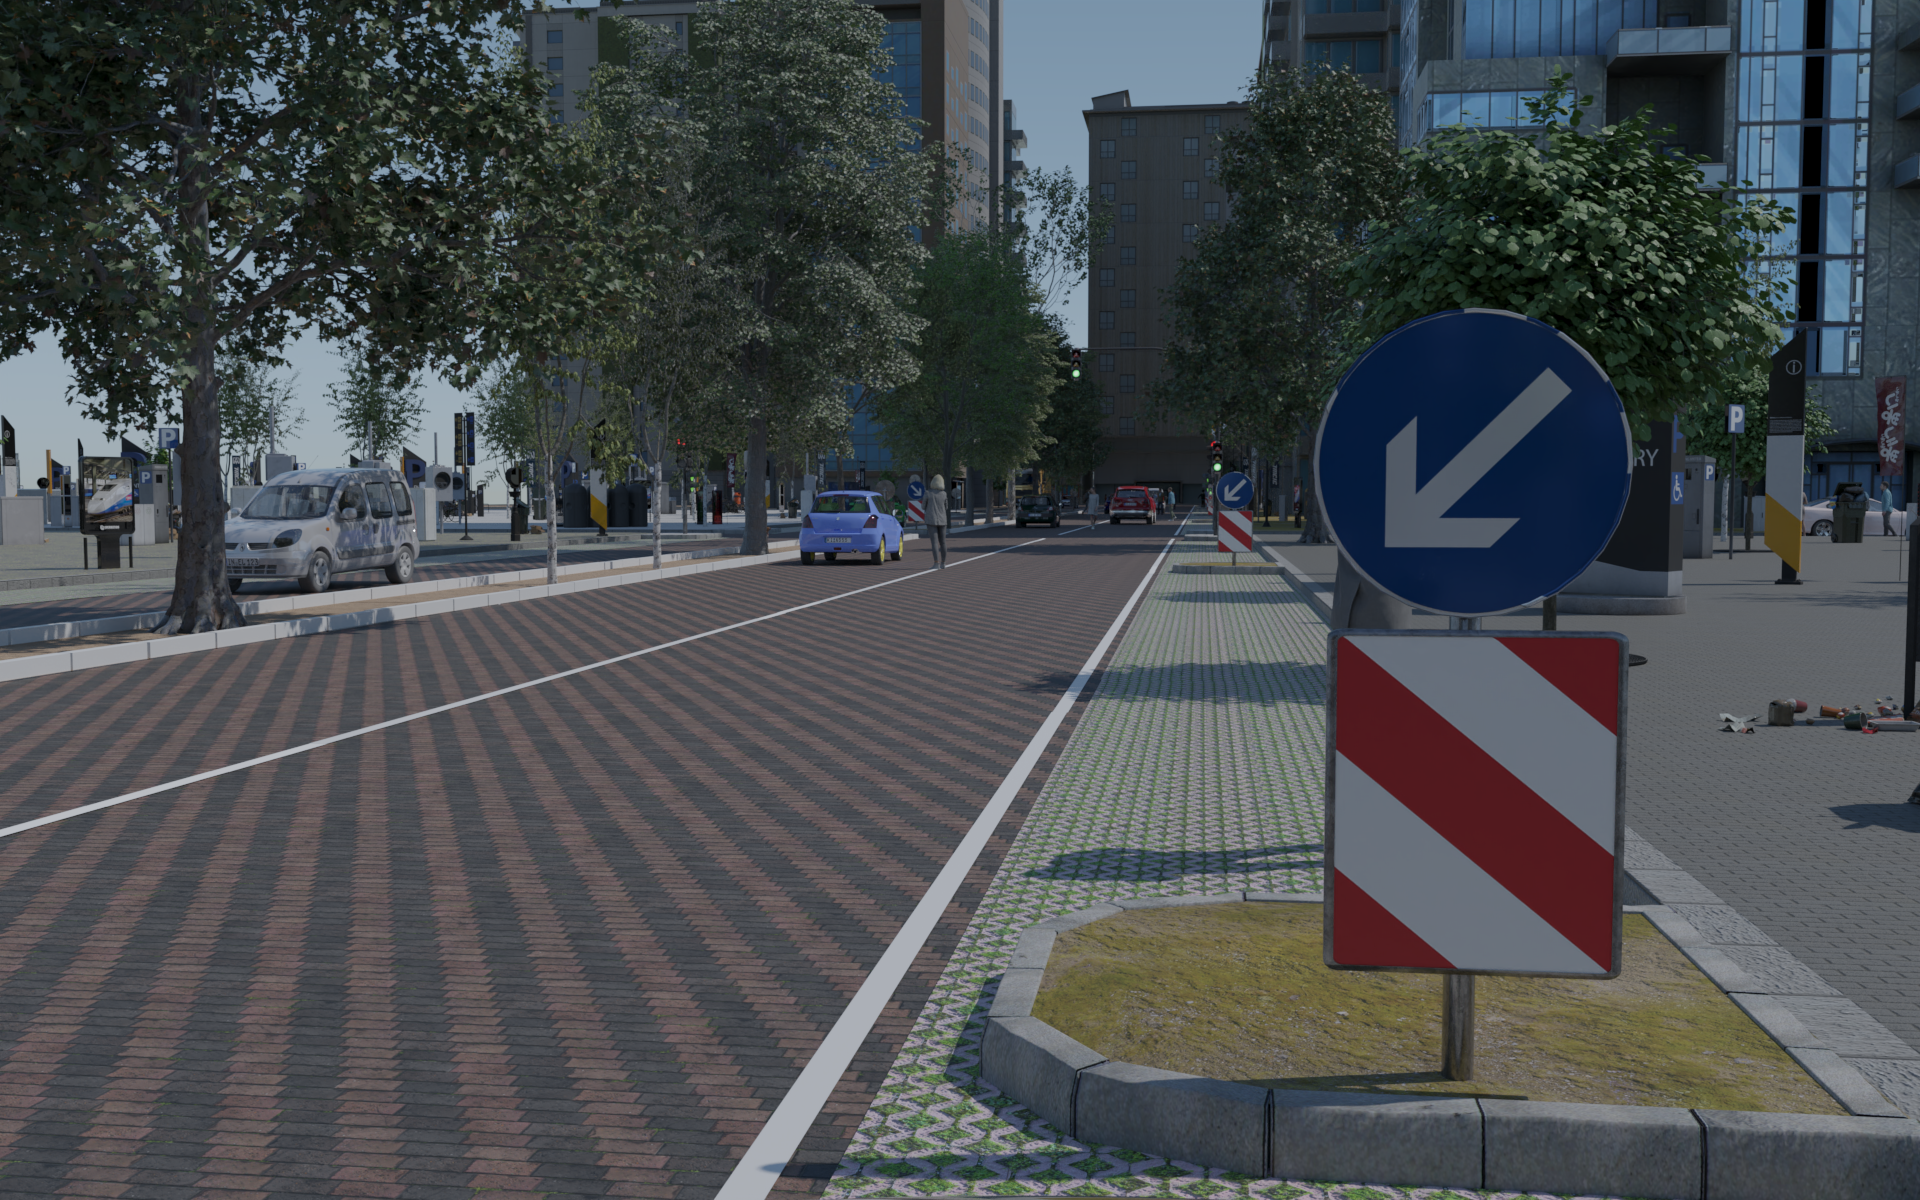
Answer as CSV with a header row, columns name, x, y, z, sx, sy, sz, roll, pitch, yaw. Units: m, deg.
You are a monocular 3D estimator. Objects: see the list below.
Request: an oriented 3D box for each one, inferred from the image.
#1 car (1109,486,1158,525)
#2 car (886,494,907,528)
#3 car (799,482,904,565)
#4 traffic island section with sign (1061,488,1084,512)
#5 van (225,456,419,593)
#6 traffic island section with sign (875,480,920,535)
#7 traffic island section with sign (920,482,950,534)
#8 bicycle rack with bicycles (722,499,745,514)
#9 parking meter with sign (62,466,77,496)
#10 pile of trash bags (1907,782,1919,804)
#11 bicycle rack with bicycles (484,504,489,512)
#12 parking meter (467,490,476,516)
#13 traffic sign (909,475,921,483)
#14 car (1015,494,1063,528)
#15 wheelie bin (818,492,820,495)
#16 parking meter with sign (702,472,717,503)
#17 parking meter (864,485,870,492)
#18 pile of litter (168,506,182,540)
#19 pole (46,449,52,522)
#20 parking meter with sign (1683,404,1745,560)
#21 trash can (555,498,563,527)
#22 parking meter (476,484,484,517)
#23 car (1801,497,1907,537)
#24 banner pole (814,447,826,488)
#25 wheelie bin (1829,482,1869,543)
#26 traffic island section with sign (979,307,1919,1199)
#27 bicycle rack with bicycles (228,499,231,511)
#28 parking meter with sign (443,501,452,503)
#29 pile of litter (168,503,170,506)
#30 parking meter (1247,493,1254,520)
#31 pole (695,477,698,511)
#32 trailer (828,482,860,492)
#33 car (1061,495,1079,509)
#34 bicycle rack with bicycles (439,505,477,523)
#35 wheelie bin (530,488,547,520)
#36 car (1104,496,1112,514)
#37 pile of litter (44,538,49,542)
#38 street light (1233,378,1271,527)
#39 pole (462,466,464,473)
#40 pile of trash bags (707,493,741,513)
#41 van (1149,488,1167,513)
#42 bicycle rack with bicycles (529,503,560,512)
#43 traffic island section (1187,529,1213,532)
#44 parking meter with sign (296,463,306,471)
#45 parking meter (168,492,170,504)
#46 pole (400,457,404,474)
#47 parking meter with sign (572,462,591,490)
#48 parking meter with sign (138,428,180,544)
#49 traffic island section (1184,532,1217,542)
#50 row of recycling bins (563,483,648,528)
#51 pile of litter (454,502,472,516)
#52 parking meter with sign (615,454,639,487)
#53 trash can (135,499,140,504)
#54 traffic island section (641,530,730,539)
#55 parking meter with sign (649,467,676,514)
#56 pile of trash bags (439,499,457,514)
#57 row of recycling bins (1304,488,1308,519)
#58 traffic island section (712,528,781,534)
name,x,y,z,sx,sy,sz,roll,pitch,yaw
car,8.315,-4.554,83.131,2.281,1.827,5.304,1,4,9
car,-3.225,-3.597,67.603,1.959,1.807,4.718,0,4,8
car,-2.219,-1.632,36.267,1.945,1.707,3.694,0,4,7
traffic island section with sign,8.939,-7.880,136.968,2.006,1.907,1.989,0,4,8
van,-9.877,-1.192,26.495,2.013,2.044,4.112,1,4,9
traffic island section with sign,-2.507,-2.880,55.217,2.006,1.907,1.989,0,4,8
traffic island section with sign,-1.470,-3.328,62.551,2.006,1.907,1.989,0,4,8
bicycle rack with bicycles,-14.406,-6.181,114.443,2.925,0.926,2.852,-1,4,-20
parking meter with sign,-55.014,-6.831,107.944,0.543,3.016,1.738,1,4,15
pile of trash bags,4.833,0.242,5.788,1.912,1.369,3.447,0,4,2
bicycle rack with bicycles,-34.085,-6.561,120.653,2.852,0.926,2.925,-2,4,-34
parking meter,-32.095,-6.468,114.155,0.372,1.533,0.369,0,3,0
traffic sign,-2.941,-6.881,112.616,0.768,2.556,0.104,1,4,15
car,3.355,-3.936,74.141,2.009,1.686,4.222,0,4,7
wheelie bin,-10.128,-6.875,120.320,0.980,1.594,0.693,2,4,28
parking meter with sign,-19.645,-8.609,137.017,1.738,3.016,0.543,2,4,27
parking meter,-6.193,-6.703,115.297,0.399,1.863,0.255,-2,4,-27
pile of litter,-22.495,-2.151,49.133,1.719,0.858,1.176,3,5,42
pole,-41.640,-5.221,79.207,0.158,3.312,0.155,0,3,0
parking meter with sign,14.639,-2.341,34.544,0.543,3.016,1.738,-2,4,-35
trash can,-15.664,-3.419,67.557,0.748,1.137,0.748,0,3,0
parking meter,-27.042,-5.620,97.594,0.399,1.863,0.255,-1,4,-14
car,28.320,-2.587,54.660,4.827,1.381,2.083,0,4,6
banner pole,-6.900,-5.794,84.746,0.863,3.779,0.401,2,4,28
wheelie bin,23.398,-2.300,45.508,0.980,1.594,0.693,0,4,-2
traffic island section with sign,1.094,0.253,4.493,1.989,1.847,2.006,0,4,8
bicycle rack with bicycles,-54.306,-7.100,129.462,2.852,0.926,2.925,0,4,5
parking meter with sign,-35.553,-7.453,118.122,1.738,3.016,0.543,-1,4,-22
pile of litter,-43.678,-4.968,95.189,1.719,0.858,1.176,-1,4,-15
parking meter,14.278,-4.857,85.123,0.255,1.863,0.399,0,4,-5
pole,-20.249,-8.528,133.274,0.158,3.312,0.155,0,3,0
trailer,-5.531,-4.518,80.918,1.471,1.999,3.904,0,4,8
car,10.852,-9.798,172.771,1.945,1.354,3.894,1,4,9
bicycle rack with bicycles,-23.982,-4.008,78.916,2.925,0.926,2.852,1,4,13
wheelie bin,-20.891,-4.786,86.165,0.980,1.594,0.693,0,4,6
car,11.463,-6.944,126.109,1.945,1.354,3.894,1,4,9
pile of litter,-24.994,-1.960,46.007,1.719,0.858,1.176,3,4,37
street light,11.438,-5.811,67.556,1.470,5.913,1.316,0,4,8
pole,-32.337,-7.277,112.822,0.158,3.312,0.155,0,3,0
pile of trash bags,-16.110,-6.715,119.548,1.912,1.369,3.447,1,4,23
van,14.623,-7.556,130.557,2.013,2.044,4.112,0,4,6
bicycle rack with bicycles,-29.386,-6.848,125.351,2.925,0.926,2.852,1,4,12
traffic island section,9.050,-2.394,61.426,2.009,0.180,2.903,0,4,8
parking meter with sign,-37.485,-6.185,97.386,1.738,3.016,0.543,3,4,37
parking meter,-53.088,-6.746,116.007,0.399,1.863,0.255,3,5,42
pole,-30.311,-6.134,94.140,0.158,3.312,0.155,0,3,0
parking meter with sign,-20.577,-6.108,96.125,1.738,3.016,0.543,-2,4,-31
parking meter with sign,-20.876,-2.967,44.769,0.543,3.016,1.738,0,4,7
traffic island section,7.943,-1.911,53.518,2.009,0.180,2.903,0,4,8
row of recycling bins,-13.598,-3.646,66.719,3.534,1.692,1.069,-3,5,-43
pile of litter,-28.718,-5.252,99.838,1.176,0.858,1.719,-1,4,-20
parking meter with sign,-14.615,-4.787,74.526,0.543,3.016,1.738,2,4,33
trash can,-22.665,-2.200,47.630,0.748,1.137,0.748,0,3,0
traffic island section,-8.884,-2.054,55.870,2.009,0.180,2.903,0,4,8
parking meter with sign,-18.893,-6.973,110.262,0.543,3.016,1.738,3,5,44
pile of trash bags,-31.949,-5.759,103.909,1.912,1.369,3.447,1,4,22
row of recycling bins,18.184,-4.895,87.140,1.069,1.692,3.534,0,4,-5
traffic island section,-7.777,-2.538,63.778,2.009,0.180,2.903,0,4,8
